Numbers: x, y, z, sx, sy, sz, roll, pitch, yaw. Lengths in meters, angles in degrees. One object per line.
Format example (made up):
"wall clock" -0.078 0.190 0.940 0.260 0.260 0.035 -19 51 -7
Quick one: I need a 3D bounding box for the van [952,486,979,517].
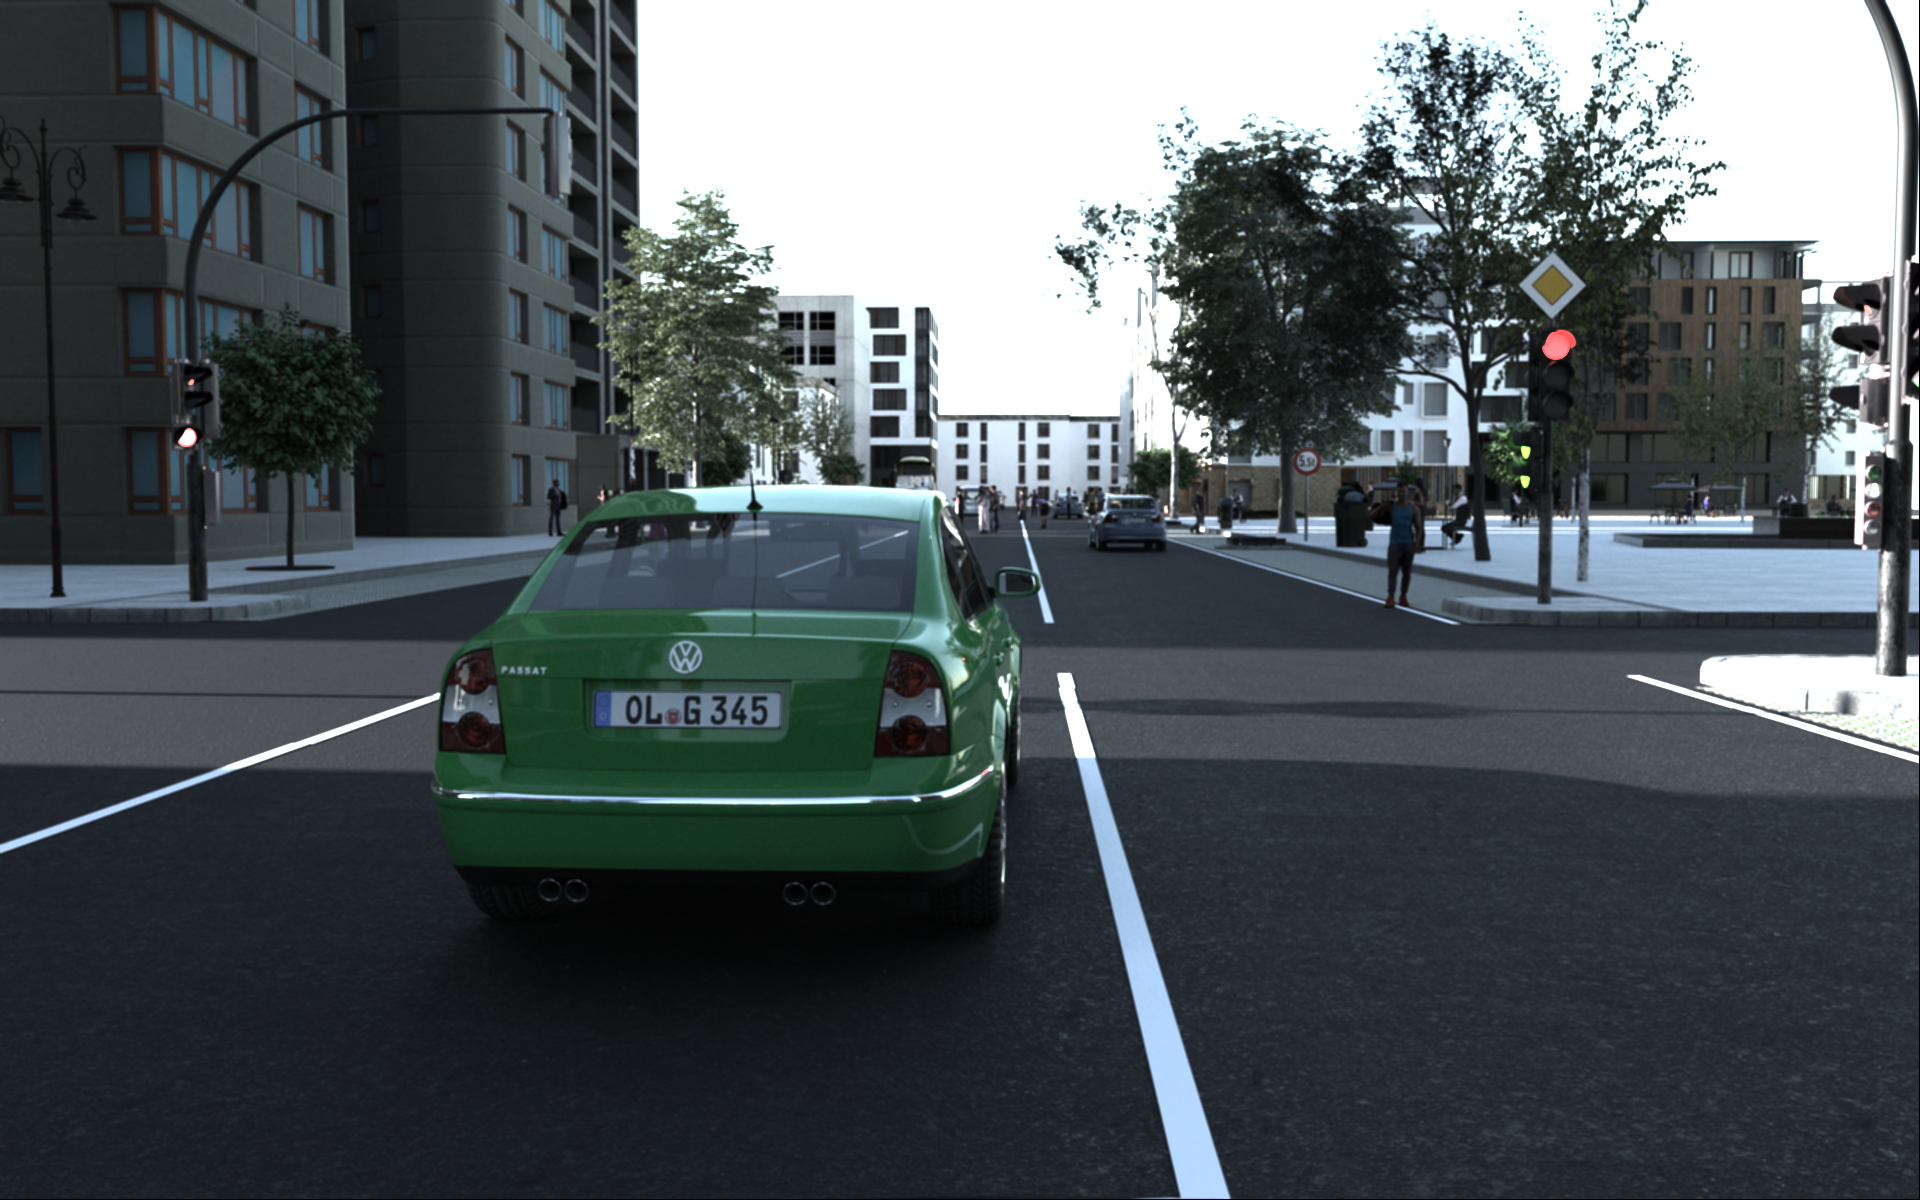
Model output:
"van" 0.597 -5.306 93.771 2.013 2.044 4.112 0 3 0

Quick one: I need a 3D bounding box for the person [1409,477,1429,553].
"person" 9.911 -1.834 37.493 0.415 1.643 0.593 -1 4 -16

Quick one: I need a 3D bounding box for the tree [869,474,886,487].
"tree" -7.938 -10.399 164.629 1.663 3.219 1.824 0 3 0

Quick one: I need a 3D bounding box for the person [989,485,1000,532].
"person" 1.129 -3.463 65.657 0.750 1.759 0.617 0 4 -3

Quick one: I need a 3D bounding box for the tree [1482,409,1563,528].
"tree" 21.549 -5.060 66.438 4.285 4.588 4.351 0 3 0

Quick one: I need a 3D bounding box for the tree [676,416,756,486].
"tree" -10.302 -5.472 73.175 4.285 4.588 4.351 0 3 0

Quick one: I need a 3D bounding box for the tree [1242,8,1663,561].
"tree" 9.848 -6.049 33.306 8.767 10.594 7.601 -3 5 -44

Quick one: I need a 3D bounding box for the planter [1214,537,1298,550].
"planter" 7.637 -1.458 44.971 1.991 0.319 1.994 0 4 2

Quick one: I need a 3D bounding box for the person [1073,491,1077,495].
"person" 10.905 -9.544 165.089 0.434 1.755 0.990 -3 4 -36

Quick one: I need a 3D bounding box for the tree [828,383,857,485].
"tree" -8.367 -9.656 108.244 4.737 8.622 4.395 0 3 0

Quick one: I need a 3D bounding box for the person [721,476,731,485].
"person" -4.417 -1.395 31.754 0.683 1.767 0.568 -1 4 -14

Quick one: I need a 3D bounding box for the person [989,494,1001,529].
"person" 1.491 -3.603 70.649 0.776 1.435 0.726 0 4 -2

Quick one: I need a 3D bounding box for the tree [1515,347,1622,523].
"tree" 27.415 -7.802 77.919 4.360 8.622 3.978 0 3 0

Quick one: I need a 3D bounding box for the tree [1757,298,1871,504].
"tree" 32.387 -7.075 66.036 4.360 8.622 3.978 0 3 0

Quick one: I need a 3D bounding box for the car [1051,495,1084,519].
"car" 6.343 -5.502 101.965 2.014 1.417 4.499 0 4 2

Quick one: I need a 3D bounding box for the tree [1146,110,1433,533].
"tree" 10.815 -9.199 57.057 9.857 13.997 8.962 0 3 0

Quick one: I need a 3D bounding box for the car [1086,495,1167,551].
"car" 4.329 -2.021 45.048 2.014 1.417 4.499 0 3 0

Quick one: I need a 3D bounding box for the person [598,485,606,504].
"person" -14.282 -3.781 69.333 0.415 1.643 0.593 -2 4 -28

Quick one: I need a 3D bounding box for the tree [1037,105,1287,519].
"tree" 10.207 -14.156 87.335 12.611 20.169 13.585 0 3 0

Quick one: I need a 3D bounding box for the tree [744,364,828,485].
"tree" -9.610 -8.660 91.951 4.737 8.622 4.395 0 3 0

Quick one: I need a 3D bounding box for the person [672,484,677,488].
"person" -12.878 -4.366 78.150 0.841 1.734 0.376 1 4 12

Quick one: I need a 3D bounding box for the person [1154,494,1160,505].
"person" 7.160 -3.211 64.192 0.799 1.438 0.628 3 5 41

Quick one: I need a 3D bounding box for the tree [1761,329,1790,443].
"tree" 34.936 -7.765 77.312 4.737 8.622 4.395 0 3 0

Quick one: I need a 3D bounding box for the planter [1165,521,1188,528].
"planter" 8.503 -3.157 72.753 1.991 0.319 1.994 0 4 2

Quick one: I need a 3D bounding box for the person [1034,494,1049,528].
"person" 3.419 -3.736 72.821 0.697 1.427 0.421 2 4 31

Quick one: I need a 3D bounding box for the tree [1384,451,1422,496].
"tree" 20.025 -5.118 78.278 1.663 3.219 1.824 0 3 0

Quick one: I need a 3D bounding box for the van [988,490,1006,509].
"van" 3.347 -9.551 163.164 2.013 2.044 4.112 0 3 0

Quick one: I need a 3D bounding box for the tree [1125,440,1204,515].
"tree" 12.529 -7.094 99.694 4.285 4.588 4.351 0 3 0

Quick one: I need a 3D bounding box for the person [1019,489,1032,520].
"person" 3.562 -5.219 94.637 0.742 1.727 0.445 0 4 -5

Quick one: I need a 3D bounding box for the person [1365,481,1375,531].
"person" 14.106 -3.271 60.321 0.742 1.727 0.445 3 4 37

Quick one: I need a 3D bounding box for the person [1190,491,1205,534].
"person" 8.465 -3.122 61.758 0.471 1.553 0.569 3 5 40

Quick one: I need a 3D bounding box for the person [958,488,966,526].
"person" 0.098 -4.153 77.199 0.445 1.727 0.742 -1 4 -14

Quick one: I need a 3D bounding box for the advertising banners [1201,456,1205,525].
"advertising banners" 9.960 -4.579 71.055 0.090 3.025 2.074 1 4 11

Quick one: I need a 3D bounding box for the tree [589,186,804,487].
"tree" -9.659 -8.914 63.872 7.486 12.596 7.792 0 3 0

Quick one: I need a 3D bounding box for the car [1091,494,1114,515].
"car" 9.564 -6.346 113.981 2.015 1.641 3.980 0 4 0

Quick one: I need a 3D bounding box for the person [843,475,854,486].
"person" -1.939 -1.270 29.822 0.434 1.755 0.990 -3 5 -44

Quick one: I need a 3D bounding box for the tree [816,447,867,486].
"tree" -8.162 -8.254 118.674 4.285 4.588 4.351 0 3 0

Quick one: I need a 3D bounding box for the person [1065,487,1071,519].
"person" 6.150 -5.500 98.403 0.705 1.826 1.348 0 3 0

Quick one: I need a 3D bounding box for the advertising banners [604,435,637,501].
"advertising banners" -9.982 -3.358 51.094 0.090 3.025 2.074 1 4 15

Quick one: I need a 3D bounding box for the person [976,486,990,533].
"person" 0.839 -3.298 63.088 0.551 1.740 0.621 1 4 19

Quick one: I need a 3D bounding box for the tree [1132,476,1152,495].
"tree" 12.060 -7.359 114.914 1.663 3.219 1.824 0 3 0

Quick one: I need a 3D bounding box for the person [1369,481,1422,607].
"person" 5.544 -0.715 22.060 0.647 1.594 0.662 1 4 8

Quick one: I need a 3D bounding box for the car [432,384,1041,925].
"car" -0.653 0.100 7.167 1.959 1.807 4.718 0 4 3

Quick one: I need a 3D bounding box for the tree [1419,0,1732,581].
"tree" 8.961 -4.587 25.367 4.737 8.622 4.395 0 3 0

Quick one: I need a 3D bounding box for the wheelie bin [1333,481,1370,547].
"wheelie bin" 9.459 -2.079 41.903 0.693 1.594 0.980 -2 4 -24

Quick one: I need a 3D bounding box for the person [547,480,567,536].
"person" -12.251 -2.803 52.700 0.431 1.722 0.655 2 4 33

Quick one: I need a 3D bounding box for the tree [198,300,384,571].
"tree" -11.445 -2.796 29.423 4.285 4.588 4.351 0 3 0

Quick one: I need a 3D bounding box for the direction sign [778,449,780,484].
"direction sign" -9.158 -5.854 87.713 0.379 3.537 0.876 -1 4 -10
